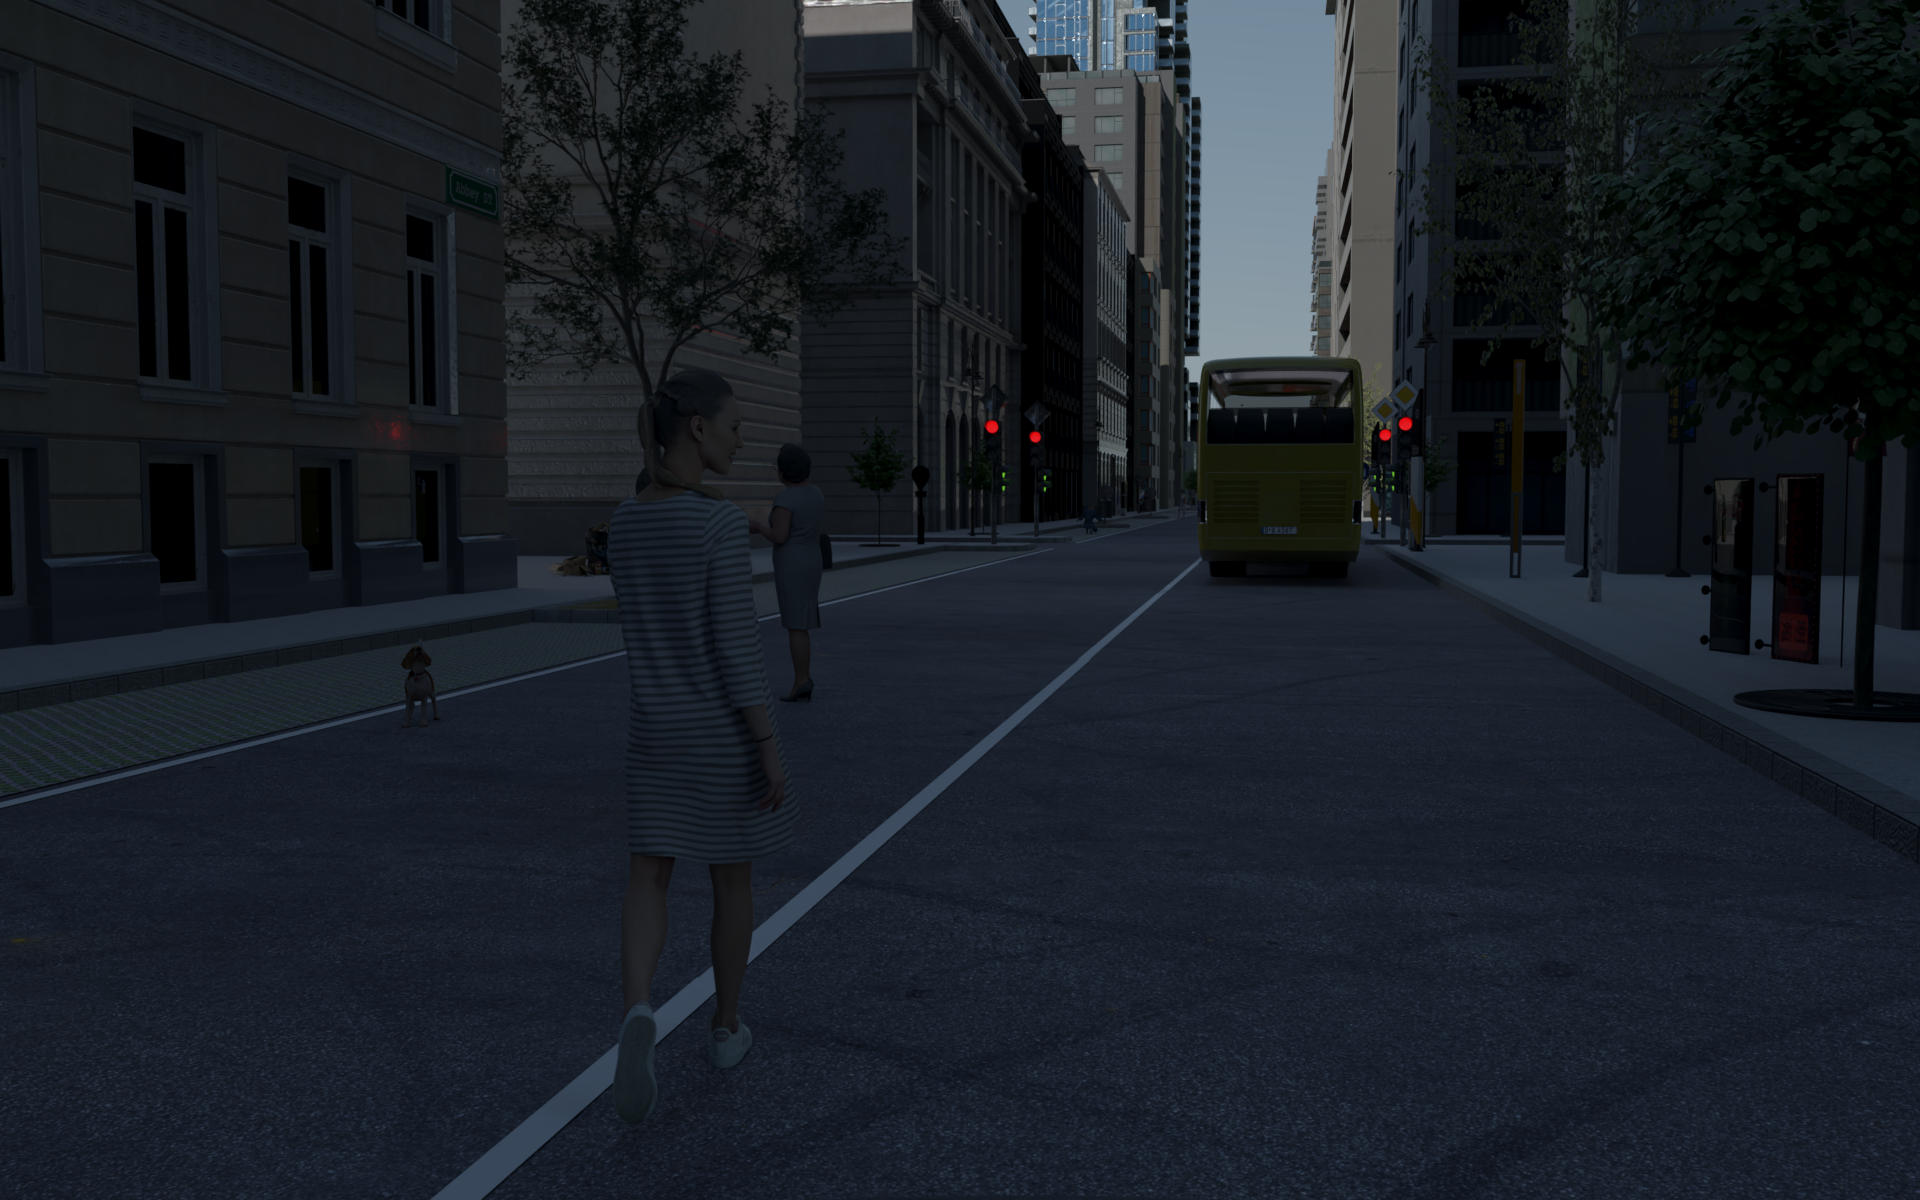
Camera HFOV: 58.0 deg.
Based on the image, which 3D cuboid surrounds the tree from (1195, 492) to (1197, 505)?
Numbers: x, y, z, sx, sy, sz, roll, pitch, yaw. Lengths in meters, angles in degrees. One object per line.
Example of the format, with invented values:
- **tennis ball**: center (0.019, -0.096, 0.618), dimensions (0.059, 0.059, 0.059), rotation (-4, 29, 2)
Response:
- **tree**: center (28.284, -13.073, 208.350), dimensions (1.663, 3.219, 1.824), rotation (0, 3, 0)

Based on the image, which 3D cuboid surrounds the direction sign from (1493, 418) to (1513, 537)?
- **direction sign**: center (16.384, -3.658, 51.802), dimensions (0.876, 3.537, 0.379), rotation (0, 4, 0)

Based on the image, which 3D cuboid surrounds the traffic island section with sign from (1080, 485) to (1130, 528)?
- **traffic island section with sign**: center (6.182, -3.962, 73.407), dimensions (1.989, 1.847, 2.006), rotation (1, 4, 10)

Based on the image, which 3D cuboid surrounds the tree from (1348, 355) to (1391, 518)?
- **tree**: center (21.108, -8.579, 90.635), dimensions (4.737, 8.622, 4.395), rotation (0, 3, 0)

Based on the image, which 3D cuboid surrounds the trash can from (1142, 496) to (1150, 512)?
- **trash can**: center (13.166, -6.782, 122.543), dimensions (0.748, 1.137, 0.748), rotation (0, 3, 0)

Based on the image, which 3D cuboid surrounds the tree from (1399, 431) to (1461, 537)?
- **tree**: center (13.913, -3.514, 52.059), dimensions (1.663, 3.219, 1.824), rotation (0, 3, 0)

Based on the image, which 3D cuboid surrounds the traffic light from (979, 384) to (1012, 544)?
- **traffic light**: center (0.881, -3.375, 44.106), dimensions (0.839, 4.253, 0.868), rotation (1, 4, 10)

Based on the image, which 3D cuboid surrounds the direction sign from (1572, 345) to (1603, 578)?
- **direction sign**: center (9.662, -2.120, 26.656), dimensions (0.379, 3.537, 0.876), rotation (3, 5, 43)

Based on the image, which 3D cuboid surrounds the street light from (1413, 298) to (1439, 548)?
- **street light**: center (11.026, -4.178, 41.102), dimensions (0.468, 5.910, 1.993), rotation (1, 4, 10)

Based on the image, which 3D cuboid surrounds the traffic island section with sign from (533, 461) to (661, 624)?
- **traffic island section with sign**: center (-3.590, -0.692, 19.947), dimensions (1.989, 1.847, 2.006), rotation (1, 4, 10)

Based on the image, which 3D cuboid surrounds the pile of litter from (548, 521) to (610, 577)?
- **pile of litter**: center (-6.023, -0.839, 27.679), dimensions (1.176, 0.858, 1.719), rotation (1, 4, 10)

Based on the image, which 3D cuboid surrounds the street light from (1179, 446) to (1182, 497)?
- **street light**: center (21.150, -11.830, 166.205), dimensions (0.468, 5.910, 1.993), rotation (1, 4, 10)

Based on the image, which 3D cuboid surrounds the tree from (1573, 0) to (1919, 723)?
- **tree**: center (5.451, -1.620, 10.202), dimensions (4.285, 4.588, 4.351), rotation (0, 3, 0)

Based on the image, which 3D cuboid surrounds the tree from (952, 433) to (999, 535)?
- **tree**: center (0.827, -3.696, 55.034), dimensions (1.663, 3.219, 1.824), rotation (0, 3, 0)

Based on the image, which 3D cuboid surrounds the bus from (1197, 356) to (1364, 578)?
- **bus**: center (6.010, -2.513, 32.629), dimensions (2.896, 3.916, 12.252), rotation (1, 4, 10)

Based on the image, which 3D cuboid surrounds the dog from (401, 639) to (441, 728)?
- **dog**: center (-3.368, 0.519, 10.805), dimensions (0.540, 0.507, 0.406), rotation (3, 4, 37)

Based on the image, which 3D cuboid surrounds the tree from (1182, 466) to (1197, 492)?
- **tree**: center (27.140, -13.337, 201.767), dimensions (4.285, 4.588, 4.351), rotation (0, 3, 0)

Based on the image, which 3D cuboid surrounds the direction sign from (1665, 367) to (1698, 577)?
- **direction sign**: center (11.131, -2.125, 26.735), dimensions (0.379, 3.537, 0.876), rotation (0, 4, -3)

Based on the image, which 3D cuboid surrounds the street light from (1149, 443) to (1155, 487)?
- **street light**: center (14.191, -9.518, 128.401), dimensions (0.468, 5.910, 1.993), rotation (1, 4, 10)

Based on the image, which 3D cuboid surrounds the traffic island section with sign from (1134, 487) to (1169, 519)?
- **traffic island section with sign**: center (11.127, -5.619, 100.500), dimensions (1.989, 1.847, 2.006), rotation (1, 4, 10)

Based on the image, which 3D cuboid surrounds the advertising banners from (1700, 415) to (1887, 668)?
- **advertising banners**: center (6.385, -1.041, 13.201), dimensions (0.090, 3.025, 2.074), rotation (-1, 4, -13)

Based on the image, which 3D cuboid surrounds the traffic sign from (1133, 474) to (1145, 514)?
- **traffic sign**: center (11.605, -6.869, 112.408), dimensions (0.768, 2.556, 0.104), rotation (1, 4, 16)

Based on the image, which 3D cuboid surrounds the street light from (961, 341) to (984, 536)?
- **street light**: center (0.383, -4.879, 52.562), dimensions (0.468, 5.910, 1.993), rotation (1, 4, 10)

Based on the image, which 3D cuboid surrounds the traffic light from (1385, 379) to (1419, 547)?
- **traffic light**: center (10.831, -3.265, 42.310), dimensions (0.839, 4.253, 0.868), rotation (1, 4, 10)

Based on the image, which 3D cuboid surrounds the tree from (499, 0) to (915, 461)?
- **tree**: center (-4.974, -5.767, 28.703), dimensions (8.767, 10.594, 7.601), rotation (-1, 4, -12)

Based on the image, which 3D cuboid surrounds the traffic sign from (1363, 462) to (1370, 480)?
- **traffic sign**: center (15.433, -4.082, 66.838), dimensions (0.768, 2.556, 0.104), rotation (1, 4, 13)

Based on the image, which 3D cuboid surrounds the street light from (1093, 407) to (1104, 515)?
- **street light**: center (7.233, -7.191, 90.363), dimensions (0.468, 5.910, 1.993), rotation (1, 4, 10)

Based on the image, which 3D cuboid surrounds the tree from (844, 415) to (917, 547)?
- **tree**: center (-2.023, -2.929, 42.497), dimensions (1.663, 3.219, 1.824), rotation (0, 3, 0)

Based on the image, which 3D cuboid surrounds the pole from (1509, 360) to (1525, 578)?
- **pole**: center (8.495, -1.991, 26.393), dimensions (0.158, 3.312, 0.155), rotation (0, 3, 0)

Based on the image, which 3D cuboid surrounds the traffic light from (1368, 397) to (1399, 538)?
- **traffic light**: center (12.267, -3.746, 50.165), dimensions (0.839, 4.253, 0.868), rotation (1, 4, 10)

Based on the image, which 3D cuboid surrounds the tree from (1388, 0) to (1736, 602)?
- **tree**: center (7.326, -4.284, 20.405), dimensions (4.360, 8.622, 3.978), rotation (0, 3, 0)

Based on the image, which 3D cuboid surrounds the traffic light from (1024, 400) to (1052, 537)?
- **traffic light**: center (2.317, -3.856, 51.961), dimensions (0.839, 4.253, 0.868), rotation (1, 4, 10)

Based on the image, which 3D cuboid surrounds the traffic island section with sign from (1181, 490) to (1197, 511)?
- **traffic island section with sign**: center (20.082, -8.614, 149.458), dimensions (1.989, 1.847, 2.006), rotation (1, 4, 10)
